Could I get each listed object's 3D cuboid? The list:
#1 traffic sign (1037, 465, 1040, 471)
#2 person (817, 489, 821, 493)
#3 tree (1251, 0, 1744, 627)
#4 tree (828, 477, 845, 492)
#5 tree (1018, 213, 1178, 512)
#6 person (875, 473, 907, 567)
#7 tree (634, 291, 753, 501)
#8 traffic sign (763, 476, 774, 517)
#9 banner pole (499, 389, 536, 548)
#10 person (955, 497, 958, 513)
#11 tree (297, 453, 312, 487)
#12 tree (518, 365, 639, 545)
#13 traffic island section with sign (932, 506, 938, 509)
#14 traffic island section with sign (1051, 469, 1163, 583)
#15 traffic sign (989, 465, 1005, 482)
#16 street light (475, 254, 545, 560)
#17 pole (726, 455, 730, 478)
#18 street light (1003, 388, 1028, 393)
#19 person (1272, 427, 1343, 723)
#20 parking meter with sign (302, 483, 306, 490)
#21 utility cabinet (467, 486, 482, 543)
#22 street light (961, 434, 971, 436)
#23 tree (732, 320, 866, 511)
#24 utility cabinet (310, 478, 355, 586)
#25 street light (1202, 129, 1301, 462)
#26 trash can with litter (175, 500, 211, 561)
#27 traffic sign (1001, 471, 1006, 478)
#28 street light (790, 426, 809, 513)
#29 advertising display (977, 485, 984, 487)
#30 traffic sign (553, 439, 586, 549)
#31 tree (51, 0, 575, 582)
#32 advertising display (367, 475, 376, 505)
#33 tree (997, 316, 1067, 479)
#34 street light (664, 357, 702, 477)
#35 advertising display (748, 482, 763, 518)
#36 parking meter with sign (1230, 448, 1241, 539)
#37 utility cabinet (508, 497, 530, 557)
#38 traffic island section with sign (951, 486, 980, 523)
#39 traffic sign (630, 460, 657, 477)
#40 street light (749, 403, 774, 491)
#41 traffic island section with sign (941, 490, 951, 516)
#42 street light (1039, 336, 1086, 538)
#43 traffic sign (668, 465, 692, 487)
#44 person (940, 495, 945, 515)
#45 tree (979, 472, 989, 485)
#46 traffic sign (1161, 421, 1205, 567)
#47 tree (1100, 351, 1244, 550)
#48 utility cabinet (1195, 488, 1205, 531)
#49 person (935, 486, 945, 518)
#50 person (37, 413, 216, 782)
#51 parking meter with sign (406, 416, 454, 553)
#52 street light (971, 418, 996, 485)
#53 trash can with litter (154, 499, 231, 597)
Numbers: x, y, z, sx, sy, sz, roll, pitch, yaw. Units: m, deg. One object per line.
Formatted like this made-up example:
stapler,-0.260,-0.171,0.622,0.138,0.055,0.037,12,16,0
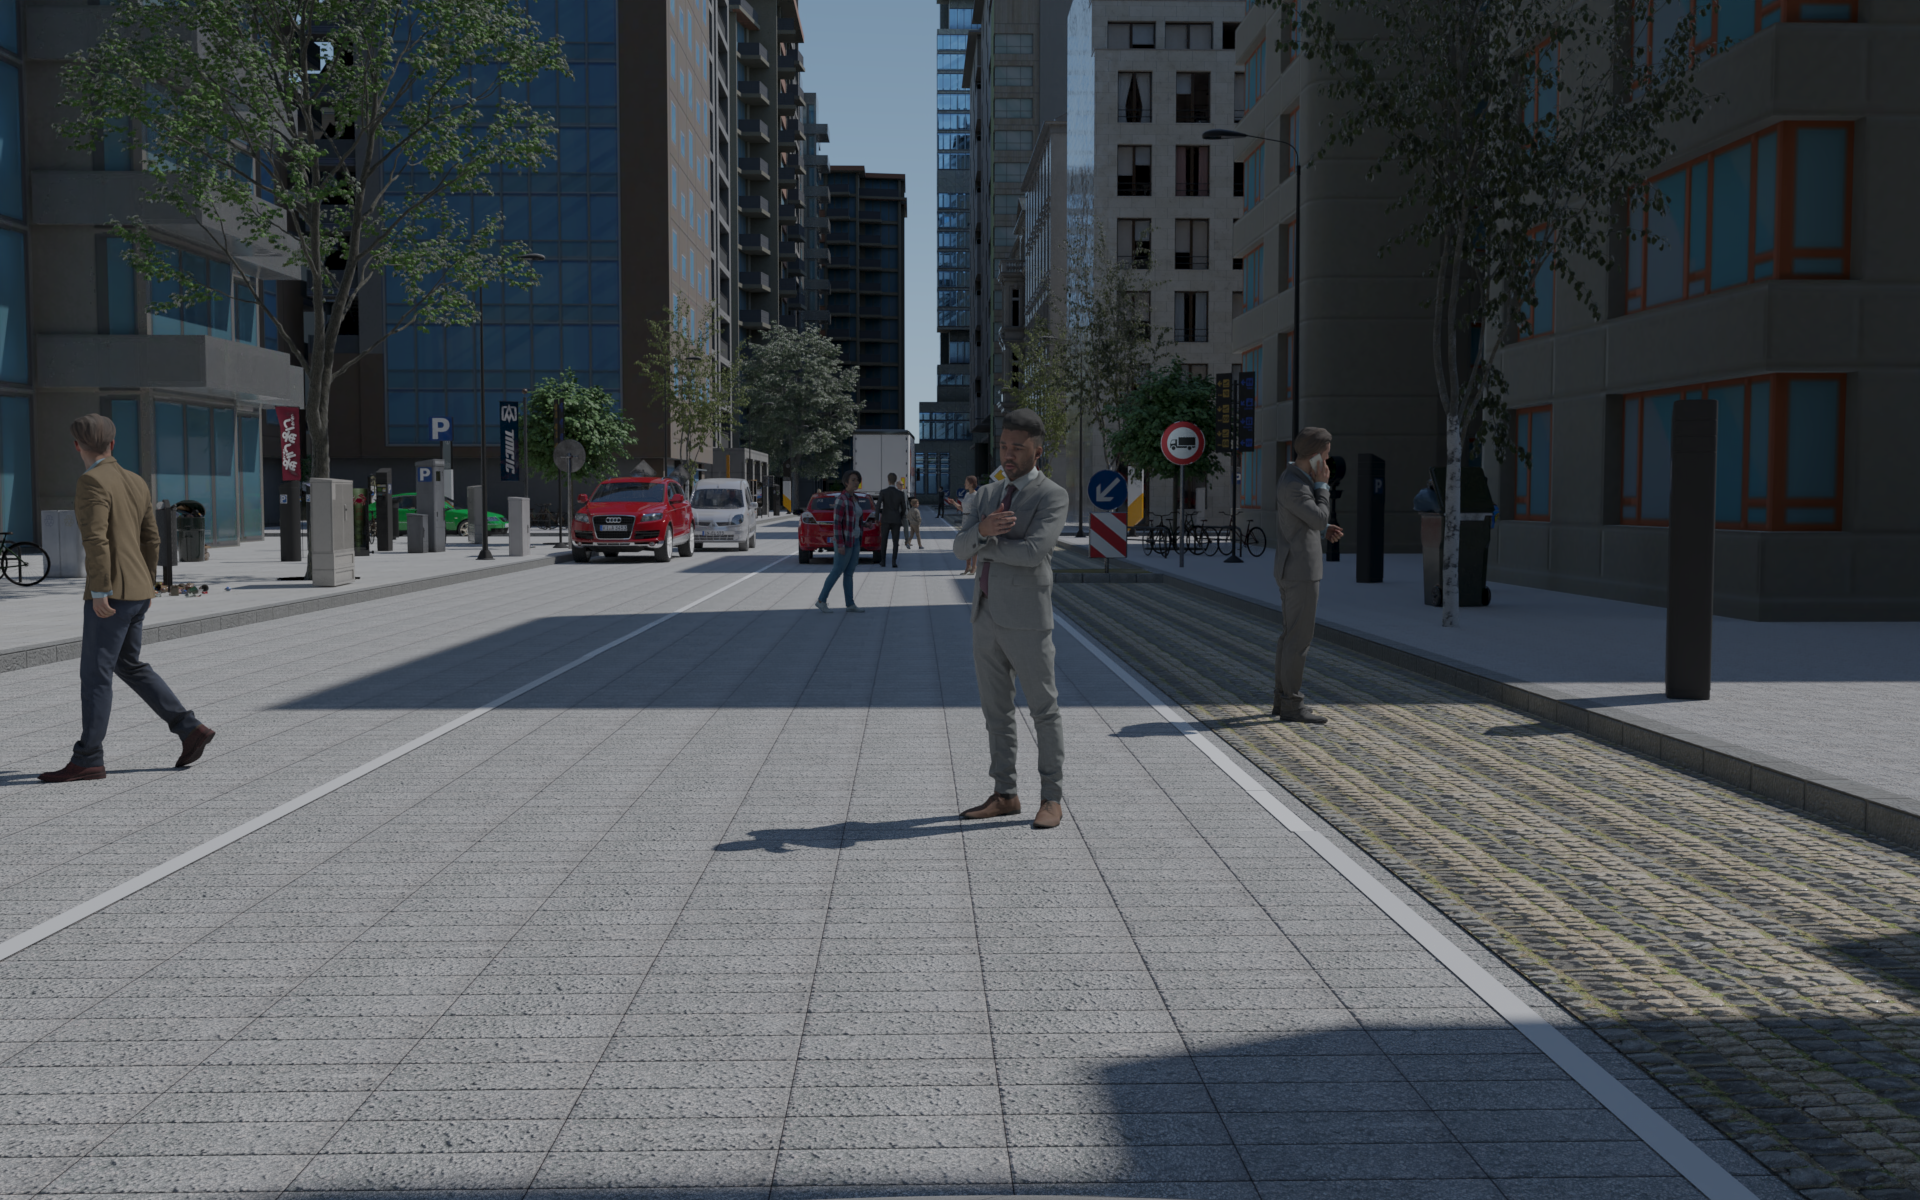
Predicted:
traffic sign,2.815,-4.237,69.381,0.768,2.556,0.104,0,3,0
person,-10.208,-7.168,125.883,0.537,1.800,0.526,1,4,12
tree,4.983,-4.042,16.456,4.360,8.622,3.978,0,3,0
tree,-13.674,-12.001,190.824,1.663,3.219,1.824,0,3,0
tree,3.788,-5.783,44.909,4.360,8.622,3.978,0,3,0
person,-1.383,-1.569,33.930,0.659,1.850,0.755,-1,4,-11
tree,-9.854,-6.938,63.798,4.737,8.622,4.395,0,3,0
traffic sign,-10.648,-5.758,96.275,0.606,2.300,0.079,0,4,7
banner pole,-10.531,-3.126,41.131,0.863,3.779,0.401,-2,4,-35
person,-0.189,-7.013,127.851,0.352,1.250,0.332,0,4,6
tree,-35.378,-6.530,90.478,4.285,4.588,4.351,0,3,0
tree,-9.902,-3.698,44.168,4.285,4.588,4.351,0,3,0
traffic island section with sign,-1.362,-9.311,160.861,1.989,1.847,2.006,0,4,-2
traffic island section with sign,2.249,-1.224,28.638,1.989,1.847,2.006,0,4,-2
traffic sign,1.389,-3.390,59.066,0.795,2.450,0.064,0,4,-2
street light,-8.718,-3.735,33.616,1.470,5.913,1.316,0,4,-2
pole,-12.082,-5.898,90.270,0.158,3.312,0.155,0,3,0
street light,2.486,-6.308,75.678,1.470,5.913,1.316,0,4,-2
person,2.198,-0.161,10.938,0.447,1.846,0.655,0,4,2
parking meter with sign,-44.517,-7.451,118.084,1.738,3.016,0.543,0,4,-4
utility cabinet,-12.577,-2.223,45.019,0.318,1.500,1.173,-2,4,-24
street light,0.789,-9.887,134.188,1.470,5.913,1.316,0,4,-2
tree,-12.027,-13.509,127.527,9.857,13.997,8.962,0,3,0
utility cabinet,-8.780,-0.955,24.285,0.318,1.500,1.173,0,4,-6
street light,3.776,-3.039,22.227,1.470,5.913,1.316,0,4,-2
trash can with litter,-14.665,-1.322,33.006,0.624,1.170,1.055,-1,4,-14
traffic sign,1.607,-2.902,51.084,0.795,2.450,0.064,0,4,-2
street light,-10.943,-8.863,117.444,1.470,5.913,1.316,0,4,-2
advertising display,1.425,-6.989,119.478,0.123,1.923,0.974,2,4,29
traffic sign,-9.114,-2.465,40.403,0.768,2.556,0.104,0,4,3
tree,-9.415,-6.096,25.419,9.928,11.665,9.643,0,3,0
advertising display,-19.413,-3.219,57.845,0.123,1.923,0.974,1,4,19
tree,3.694,-7.488,72.789,4.737,8.622,4.395,0,3,0
street light,-9.416,-5.264,58.610,1.470,5.913,1.316,0,4,-2
advertising display,-10.875,-5.280,91.535,0.974,1.923,0.123,1,4,17
parking meter with sign,7.779,-3.167,48.048,0.543,3.016,1.738,1,4,18
utility cabinet,-9.147,-1.518,35.984,0.306,1.237,1.020,0,4,-5
traffic island section with sign,0.718,-4.671,84.991,1.989,1.847,2.006,0,4,-2
traffic sign,-9.284,-2.885,50.808,0.795,2.450,0.064,0,4,-2
street light,-10.129,-7.059,87.951,1.470,5.913,1.316,0,4,-2
traffic island section with sign,-0.024,-6.319,111.936,1.989,1.847,2.006,0,4,-2
street light,3.030,-4.803,51.073,1.470,5.913,1.316,0,4,-2
traffic sign,-9.502,-3.373,58.790,0.795,2.450,0.064,0,4,-2
person,-1.240,-6.522,115.227,0.391,1.810,0.635,-3,5,-42
tree,2.389,-8.741,137.508,1.663,3.219,1.824,0,3,0
traffic sign,3.885,-1.845,30.265,0.768,2.556,0.104,0,4,3
tree,5.030,-3.436,39.900,4.285,4.588,4.351,0,3,0
utility cabinet,8.194,-3.085,59.126,0.318,1.500,1.173,0,4,6
person,-1.179,-5.834,103.241,0.474,1.900,0.648,-2,4,-30
person,-4.278,-0.027,8.845,0.836,1.842,0.656,-2,4,-32
parking meter with sign,-11.695,-2.562,38.152,0.543,3.016,1.738,0,4,3
street light,1.597,-8.122,105.343,1.470,5.913,1.316,0,4,-2
trash can with litter,-10.288,-0.688,22.309,1.678,1.210,2.233,-2,4,-31
